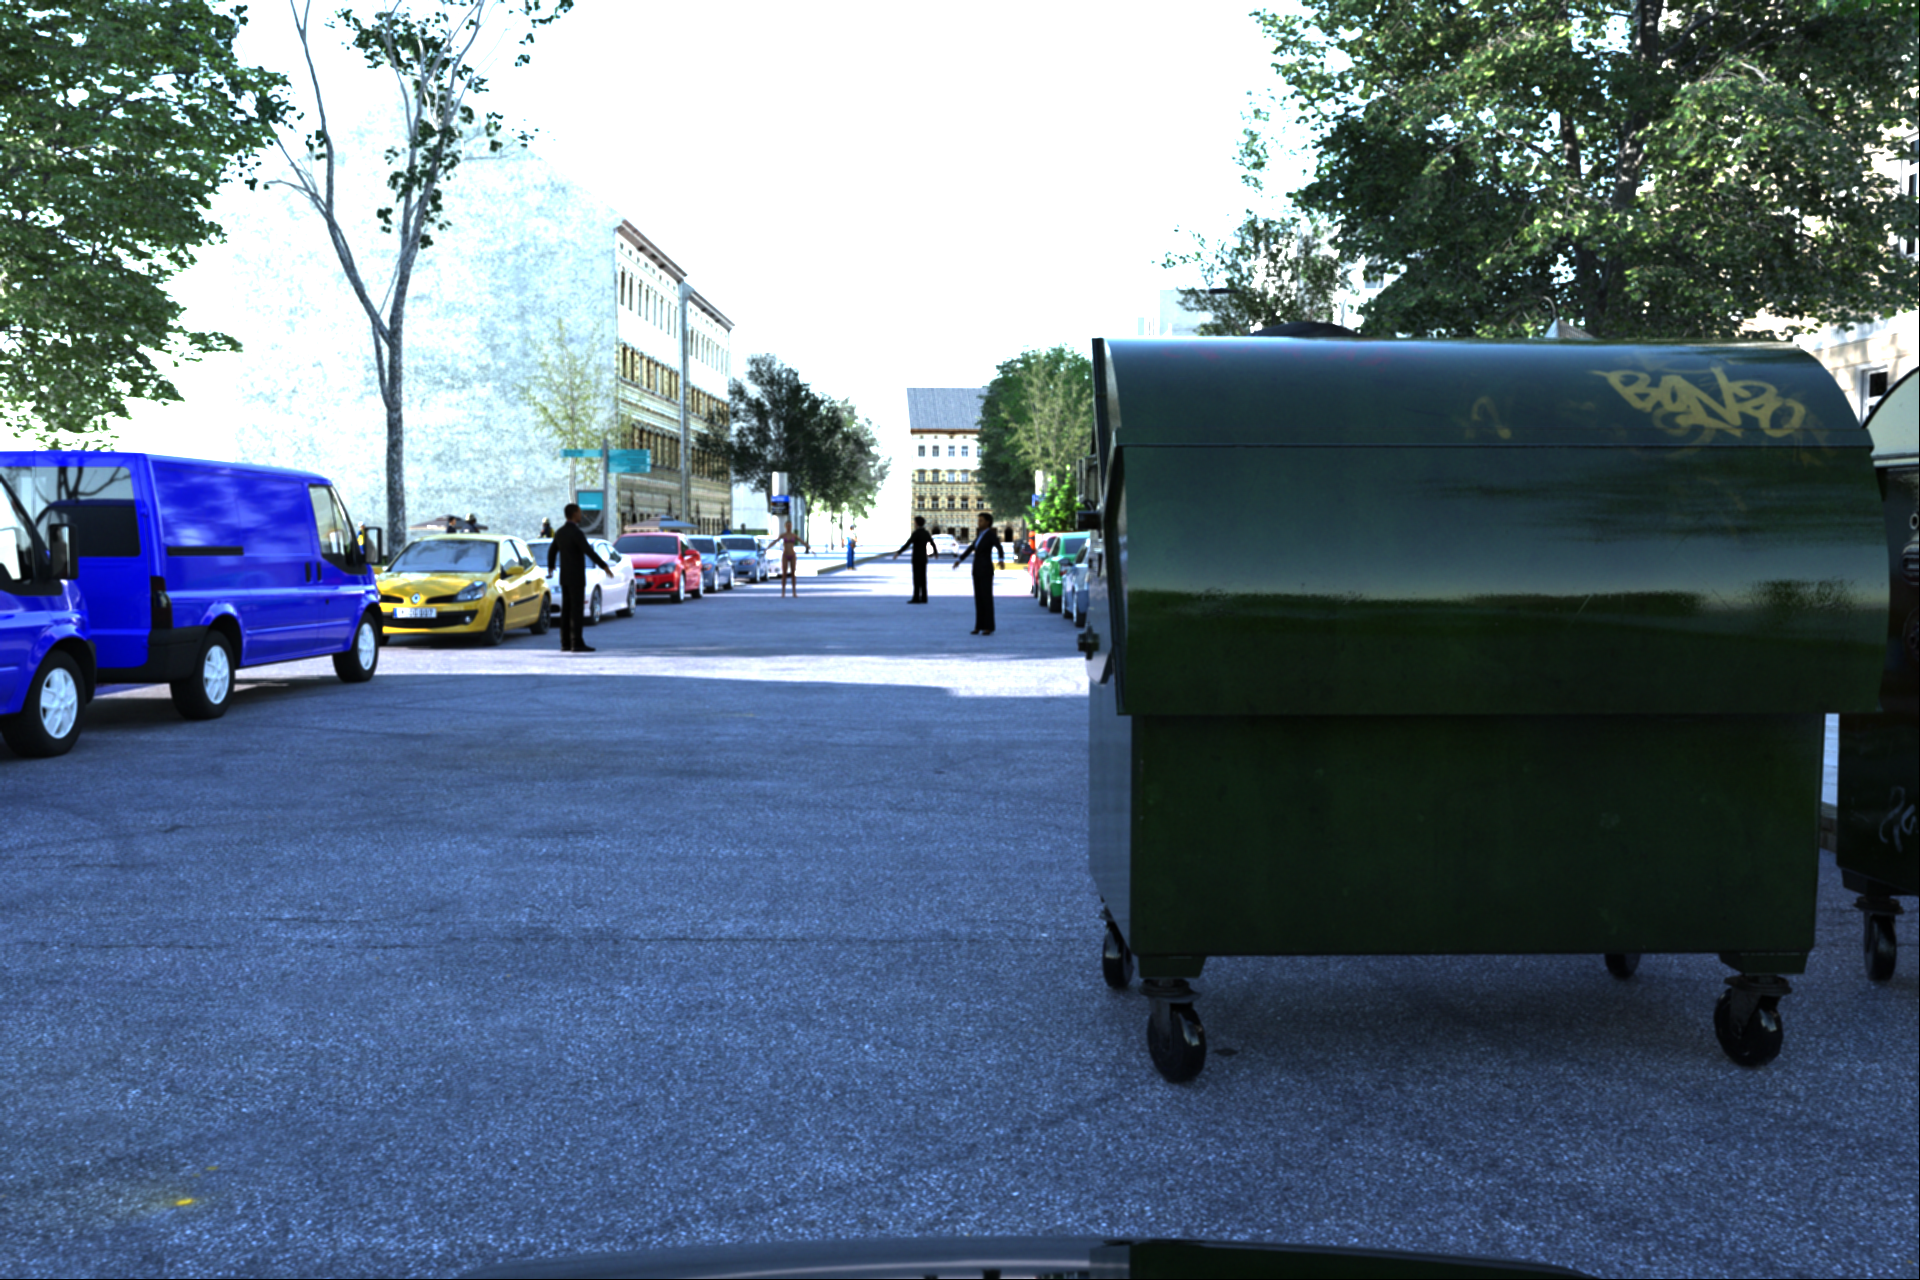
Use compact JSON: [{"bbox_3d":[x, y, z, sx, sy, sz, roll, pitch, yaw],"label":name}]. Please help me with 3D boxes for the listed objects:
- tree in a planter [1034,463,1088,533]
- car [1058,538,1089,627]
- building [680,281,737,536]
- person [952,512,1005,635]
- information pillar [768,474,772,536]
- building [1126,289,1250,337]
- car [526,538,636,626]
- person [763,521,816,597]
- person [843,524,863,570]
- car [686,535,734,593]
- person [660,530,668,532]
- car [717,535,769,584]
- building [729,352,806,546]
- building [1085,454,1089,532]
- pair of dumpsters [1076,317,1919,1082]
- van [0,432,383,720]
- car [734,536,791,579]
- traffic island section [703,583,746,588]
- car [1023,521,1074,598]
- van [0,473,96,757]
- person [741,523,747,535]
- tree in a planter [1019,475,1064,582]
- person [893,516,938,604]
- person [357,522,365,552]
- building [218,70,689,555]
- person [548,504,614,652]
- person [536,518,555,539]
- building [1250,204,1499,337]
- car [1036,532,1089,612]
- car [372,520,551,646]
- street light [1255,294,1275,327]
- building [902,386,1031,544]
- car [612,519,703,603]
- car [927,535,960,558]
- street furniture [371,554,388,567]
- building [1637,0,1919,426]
[{"bbox_3d":[2.793,-2.849,43.811,1.991,3.239,1.994,0,4,1],"label":"tree in a planter"},{"bbox_3d":[2.619,-0.975,27.942,2.014,1.417,4.499,0,4,0],"label":"car"},{"bbox_3d":[-25.889,-17.429,115.901,19.493,23.208,18.063,0,4,1],"label":"building"},{"bbox_3d":[0.277,-0.945,24.635,0.721,1.740,1.216,-2,4,-34],"label":"person"},{"bbox_3d":[-7.457,-4.682,67.907,0.183,3.616,0.504,0,3,0],"label":"information pillar"},{"bbox_3d":[22.633,-16.330,133.454,16.747,18.905,31.486,0,3,0],"label":"building"},{"bbox_3d":[-6.594,-0.994,28.620,2.083,1.381,4.827,0,4,1],"label":"car"},{"bbox_3d":[-3.865,-1.832,39.216,1.217,1.733,0.721,-1,4,-13],"label":"person"},{"bbox_3d":[-4.347,-3.727,69.253,0.705,1.847,1.347,-3,4,-38],"label":"person"},{"bbox_3d":[-6.754,-1.927,43.506,2.014,1.417,4.499,0,4,1],"label":"car"},{"bbox_3d":[-12.306,-4.069,72.493,0.705,1.833,1.349,1,4,13],"label":"person"},{"bbox_3d":[-6.697,-2.415,51.493,2.014,1.417,4.499,0,4,0],"label":"car"},{"bbox_3d":[-26.212,-19.413,183.862,16.747,18.905,31.486,0,3,0],"label":"building"},{"bbox_3d":[23.502,-20.209,196.866,16.747,18.905,31.486,0,4,0],"label":"building"},{"bbox_3d":[2.551,-0.006,5.055,4.436,2.255,1.574,0,4,-1],"label":"pair of dumpsters"},{"bbox_3d":[-6.673,-0.652,15.038,2.240,2.365,5.245,0,4,0],"label":"van"},{"bbox_3d":[-6.486,-2.711,56.692,2.083,1.381,4.827,0,3,0],"label":"car"},{"bbox_3d":[-6.872,-1.485,47.149,1.991,0.108,1.994,0,3,0],"label":"traffic island section"},{"bbox_3d":[2.558,-1.921,40.454,2.155,1.783,4.494,0,4,0],"label":"car"},{"bbox_3d":[-6.723,-0.306,9.392,2.240,2.365,5.245,0,4,0],"label":"van"},{"bbox_3d":[-10.863,-4.927,86.677,0.705,1.813,1.348,-1,4,-9],"label":"person"},{"bbox_3d":[2.801,-3.395,52.734,1.991,3.239,1.994,0,4,-1],"label":"tree in a planter"},{"bbox_3d":[-0.858,-1.660,35.788,0.705,1.806,1.347,3,5,40],"label":"person"},{"bbox_3d":[-24.474,-3.962,71.251,0.721,1.772,1.216,0,4,6],"label":"person"},{"bbox_3d":[-25.538,-15.952,91.747,19.493,23.208,18.063,0,4,1],"label":"building"},{"bbox_3d":[-4.698,-0.762,21.139,1.346,1.802,0.704,3,5,45],"label":"person"},{"bbox_3d":[-14.819,-3.440,62.029,0.705,1.856,1.354,1,4,22],"label":"person"},{"bbox_3d":[23.046,-15.271,106.093,16.016,20.090,11.380,0,4,0],"label":"building"},{"bbox_3d":[2.473,-1.484,33.061,1.959,1.807,4.718,0,4,-1],"label":"car"},{"bbox_3d":[-6.748,-0.804,23.365,2.015,1.641,3.980,0,4,0],"label":"car"},{"bbox_3d":[6.452,-3.685,32.784,1.470,5.913,1.316,0,3,0],"label":"street light"},{"bbox_3d":[0.940,-25.893,256.743,18.063,23.208,19.493,0,4,-5],"label":"building"},{"bbox_3d":[-6.630,-1.717,37.116,2.155,1.783,4.494,0,4,0],"label":"car"},{"bbox_3d":[-1.037,-5.711,105.741,2.083,1.381,4.827,0,4,0],"label":"car"},{"bbox_3d":[-20.975,-3.350,70.403,5.734,0.657,10.072,0,4,-2],"label":"street furniture"},{"bbox_3d":[25.389,-15.455,38.594,13.634,28.700,20.117,0,4,0],"label":"building"}]
